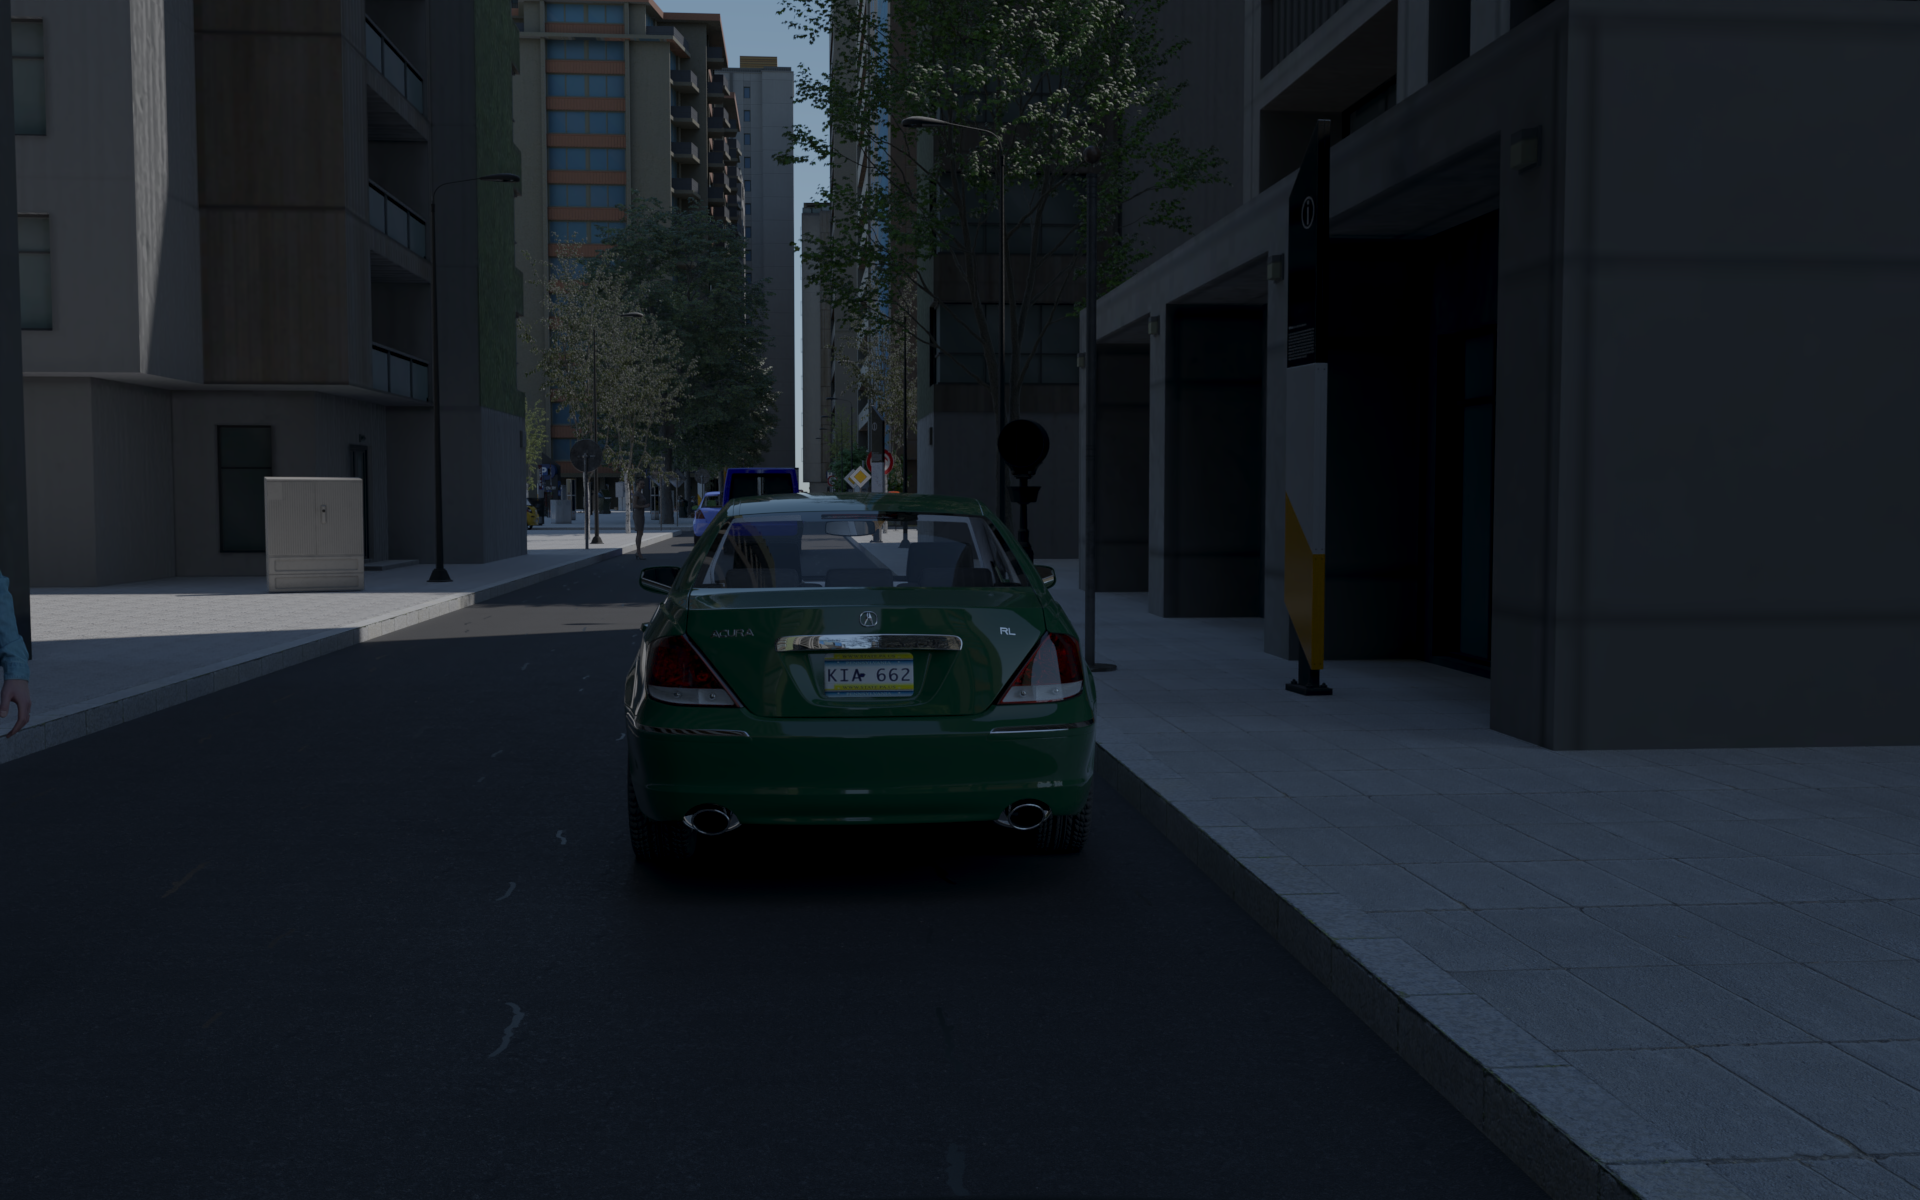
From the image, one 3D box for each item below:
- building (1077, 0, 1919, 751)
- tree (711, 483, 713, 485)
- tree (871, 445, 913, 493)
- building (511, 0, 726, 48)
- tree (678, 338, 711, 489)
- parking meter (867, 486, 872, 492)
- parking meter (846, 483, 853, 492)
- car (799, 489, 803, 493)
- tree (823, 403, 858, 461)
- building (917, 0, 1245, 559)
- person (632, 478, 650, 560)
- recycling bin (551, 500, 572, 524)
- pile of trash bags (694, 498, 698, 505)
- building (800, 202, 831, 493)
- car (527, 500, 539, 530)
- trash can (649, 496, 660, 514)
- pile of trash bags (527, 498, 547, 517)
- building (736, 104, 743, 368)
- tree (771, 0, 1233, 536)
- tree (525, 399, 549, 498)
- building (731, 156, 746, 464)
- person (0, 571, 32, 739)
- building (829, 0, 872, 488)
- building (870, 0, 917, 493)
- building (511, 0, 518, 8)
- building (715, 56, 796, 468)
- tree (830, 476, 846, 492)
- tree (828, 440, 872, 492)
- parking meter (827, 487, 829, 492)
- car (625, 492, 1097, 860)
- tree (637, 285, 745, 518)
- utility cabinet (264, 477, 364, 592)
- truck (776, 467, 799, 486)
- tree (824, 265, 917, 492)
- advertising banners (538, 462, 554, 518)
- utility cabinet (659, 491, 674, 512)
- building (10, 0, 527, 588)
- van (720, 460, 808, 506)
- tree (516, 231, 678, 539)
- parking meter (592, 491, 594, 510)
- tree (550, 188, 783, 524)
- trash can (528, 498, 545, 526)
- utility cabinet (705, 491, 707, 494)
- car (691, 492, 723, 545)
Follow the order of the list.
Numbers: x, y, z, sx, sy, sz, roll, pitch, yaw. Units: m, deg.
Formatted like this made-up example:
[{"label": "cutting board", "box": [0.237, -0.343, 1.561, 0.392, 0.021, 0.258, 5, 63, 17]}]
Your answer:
[{"label": "building", "box": [12.705, -35.086, 11.916, 20.563, 71.187, 20.611, 0, 4, -5]}, {"label": "tree", "box": [-16.347, -9.671, 108.485, 4.360, 8.622, 3.978, 0, 3, 0]}, {"label": "tree", "box": [-2.508, -4.520, 68.501, 1.663, 3.219, 1.824, 0, 3, 0]}, {"label": "building", "box": [-32.023, -30.651, 155.775, 22.147, 44.769, 28.867, 0, 4, -5]}, {"label": "tree", "box": [-10.671, -6.448, 55.784, 4.360, 8.622, 3.978, 0, 3, 0]}, {"label": "parking meter", "box": [-2.743, -2.816, 54.460, 0.372, 1.533, 0.369, 0, 3, 0]}, {"label": "parking meter", "box": [-5.031, -4.499, 79.265, 0.399, 1.863, 0.255, 0, 4, -1]}, {"label": "car", "box": [-12.921, -7.718, 134.864, 2.281, 1.827, 5.304, 0, 4, -6]}, {"label": "tree", "box": [-9.091, -11.510, 138.553, 4.737, 8.622, 4.395, 0, 3, 0]}, {"label": "building", "box": [5.846, -16.442, 40.526, 14.160, 30.474, 14.107, 0, 4, -5]}, {"label": "person", "box": [-7.010, -1.788, 38.076, 0.374, 1.781, 0.599, 0, 4, 5]}, {"label": "recycling bin", "box": [-17.293, -3.824, 75.077, 0.722, 1.027, 0.722, -2, 4, -31]}, {"label": "pile of trash bags", "box": [-18.706, -7.437, 131.352, 1.912, 1.369, 3.447, 3, 5, 42]}, {"label": "building", "box": [-14.579, -33.771, 235.750, 14.086, 41.232, 14.154, 0, 4, -5]}, {"label": "car", "box": [-17.870, -3.350, 65.003, 3.980, 1.641, 2.015, 0, 4, -4]}, {"label": "trash can", "box": [-18.875, -5.843, 107.181, 0.748, 1.137, 0.748, 0, 3, 0]}, {"label": "pile of trash bags", "box": [-24.993, -5.388, 97.840, 1.912, 1.369, 3.447, 2, 4, 33]}, {"label": "building", "box": [-34.559, -32.426, 184.797, 22.147, 44.769, 28.867, 0, 4, -5]}, {"label": "tree", "box": [0.750, -6.291, 28.612, 9.928, 11.665, 9.643, 0, 3, 0]}, {"label": "tree", "box": [-32.232, -10.870, 128.094, 4.737, 8.622, 4.395, 0, 3, 0]}, {"label": "building", "box": [-32.966, -32.158, 209.384, 14.086, 41.232, 14.154, 0, 4, -5]}, {"label": "person", "box": [-2.804, 0.233, 4.547, 0.638, 1.841, 0.748, -3, 4, -38]}, {"label": "building", "box": [-0.884, -32.591, 156.571, 21.300, 48.544, 21.600, 0, 4, -5]}, {"label": "building", "box": [2.339, -27.131, 93.699, 14.600, 45.320, 14.200, 0, 4, -5]}, {"label": "building", "box": [-60.976, -48.598, 232.828, 20.611, 71.187, 20.563, 0, 4, -5]}, {"label": "building", "box": [-36.596, -42.432, 235.765, 28.212, 58.520, 21.231, 0, 4, -5]}, {"label": "tree", "box": [-7.833, -7.323, 114.329, 1.663, 3.219, 1.824, 0, 3, 0]}, {"label": "tree", "box": [-6.421, -7.470, 105.853, 4.285, 4.588, 4.351, 0, 3, 0]}, {"label": "parking meter", "box": [-10.171, -7.867, 134.333, 0.255, 1.863, 0.399, -1, 4, -9]}, {"label": "car", "box": [-0.512, 0.215, 8.279, 2.131, 1.459, 4.920, 0, 4, -5]}, {"label": "tree", "box": [-15.060, -10.765, 94.140, 7.486, 12.596, 7.792, 0, 3, 0]}, {"label": "utility cabinet", "box": [-8.437, -0.854, 22.648, 1.173, 1.500, 0.318, -2, 4, -27]}, {"label": "truck", "box": [-18.745, -12.128, 187.205, 2.839, 4.237, 11.283, 0, 4, -7]}, {"label": "tree", "box": [-2.197, -6.466, 56.089, 4.360, 8.622, 3.978, 0, 3, 0]}, {"label": "advertising banners", "box": [-24.988, -6.625, 104.508, 0.090, 3.025, 2.074, 1, 4, 12]}, {"label": "utility cabinet", "box": [-18.980, -6.294, 111.579, 0.318, 1.500, 1.173, 3, 5, 39]}, {"label": "building", "box": [-15.587, -21.079, 28.237, 14.154, 41.232, 14.086, 0, 4, -5]}, {"label": "van", "box": [-4.858, -2.345, 42.733, 2.240, 2.365, 5.245, 0, 4, -6]}, {"label": "tree", "box": [-10.450, -6.007, 48.577, 4.360, 8.622, 3.978, 0, 3, 0]}, {"label": "parking meter", "box": [-26.572, -7.120, 124.827, 0.372, 1.533, 0.369, 0, 3, 0]}, {"label": "tree", "box": [-12.469, -10.225, 73.841, 9.857, 13.997, 8.962, 0, 3, 0]}, {"label": "trash can", "box": [-17.189, -3.587, 70.307, 0.748, 1.137, 0.748, 0, 3, 0]}, {"label": "utility cabinet", "box": [-18.304, -7.049, 123.935, 0.318, 1.500, 1.173, -1, 4, -13]}, {"label": "car", "box": [-6.680, -2.428, 49.290, 1.945, 1.707, 3.694, 0, 4, -6]}]
